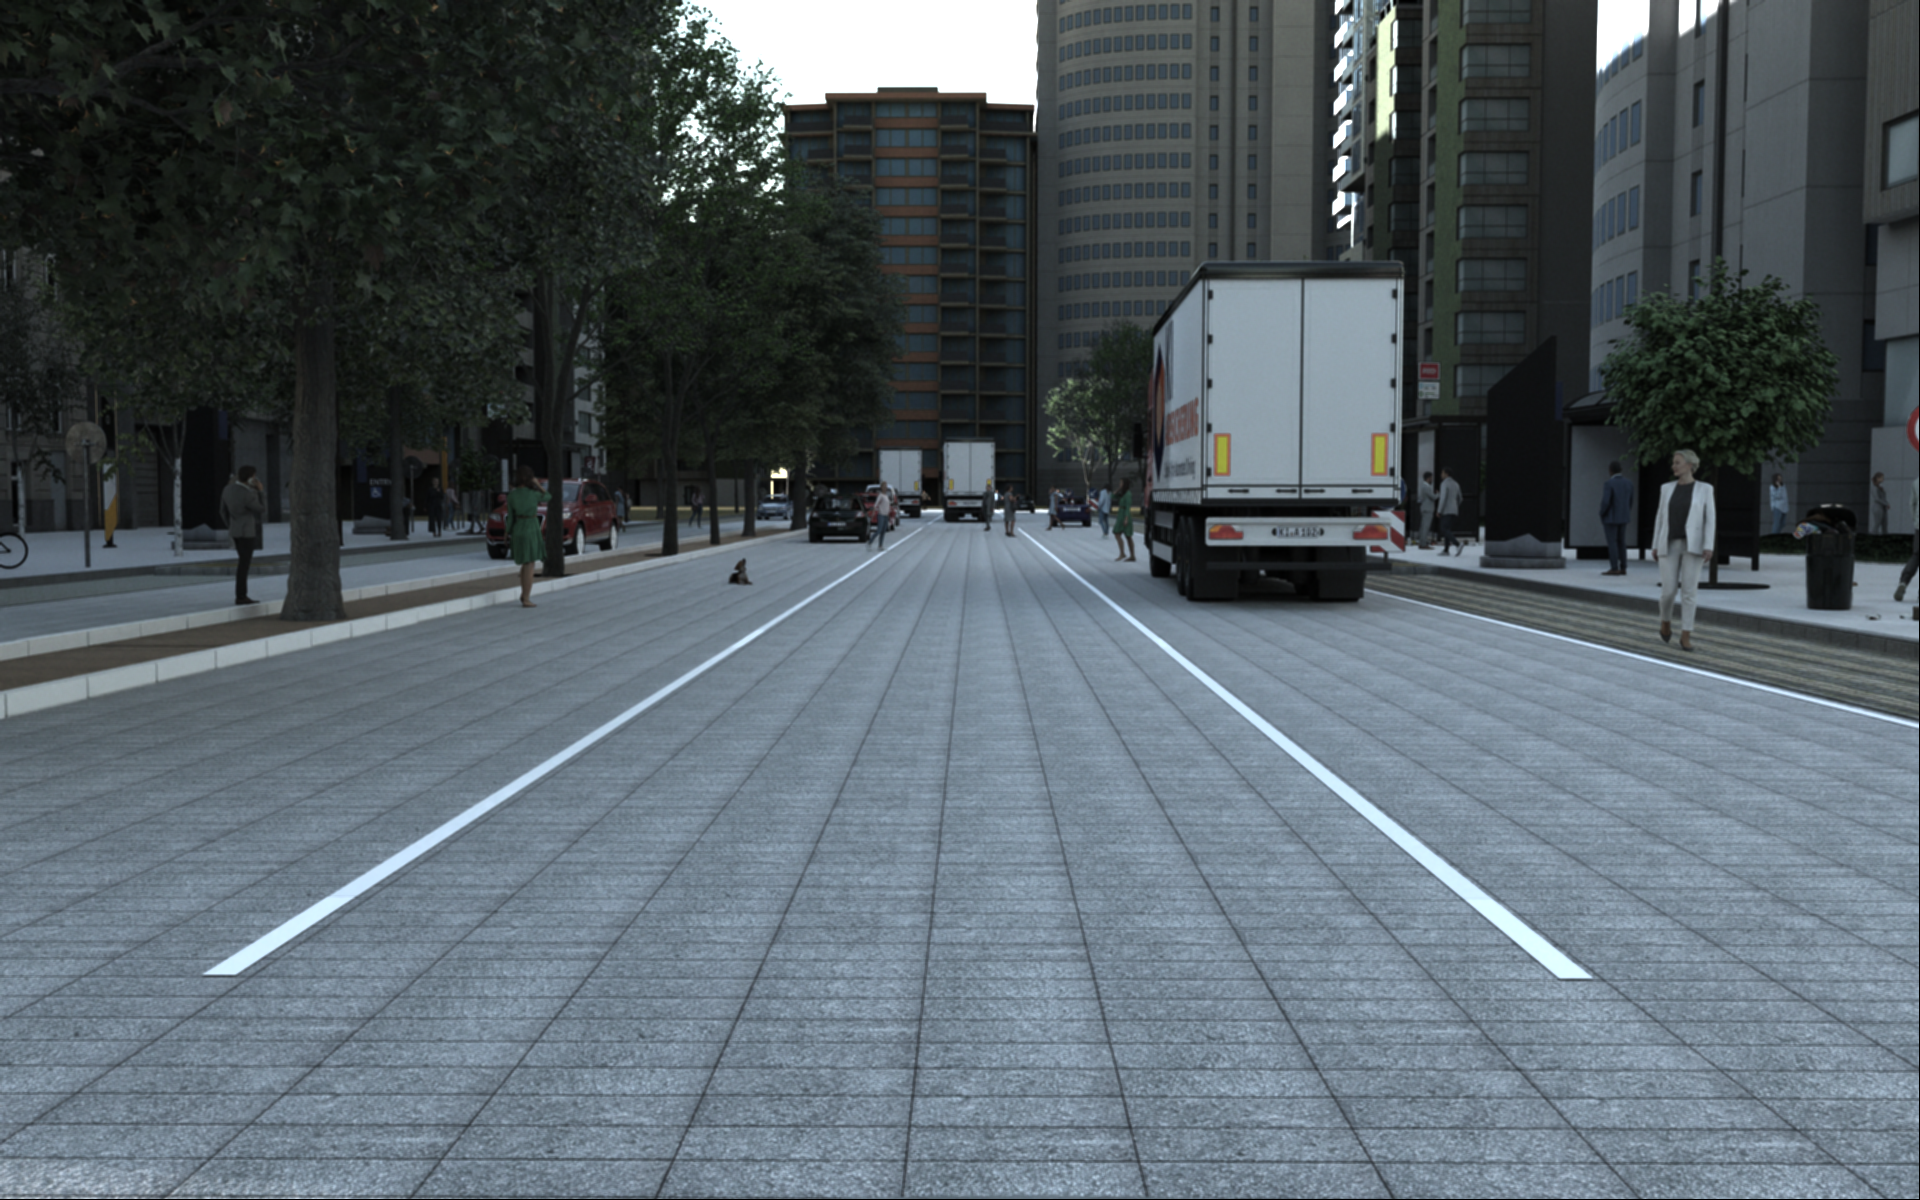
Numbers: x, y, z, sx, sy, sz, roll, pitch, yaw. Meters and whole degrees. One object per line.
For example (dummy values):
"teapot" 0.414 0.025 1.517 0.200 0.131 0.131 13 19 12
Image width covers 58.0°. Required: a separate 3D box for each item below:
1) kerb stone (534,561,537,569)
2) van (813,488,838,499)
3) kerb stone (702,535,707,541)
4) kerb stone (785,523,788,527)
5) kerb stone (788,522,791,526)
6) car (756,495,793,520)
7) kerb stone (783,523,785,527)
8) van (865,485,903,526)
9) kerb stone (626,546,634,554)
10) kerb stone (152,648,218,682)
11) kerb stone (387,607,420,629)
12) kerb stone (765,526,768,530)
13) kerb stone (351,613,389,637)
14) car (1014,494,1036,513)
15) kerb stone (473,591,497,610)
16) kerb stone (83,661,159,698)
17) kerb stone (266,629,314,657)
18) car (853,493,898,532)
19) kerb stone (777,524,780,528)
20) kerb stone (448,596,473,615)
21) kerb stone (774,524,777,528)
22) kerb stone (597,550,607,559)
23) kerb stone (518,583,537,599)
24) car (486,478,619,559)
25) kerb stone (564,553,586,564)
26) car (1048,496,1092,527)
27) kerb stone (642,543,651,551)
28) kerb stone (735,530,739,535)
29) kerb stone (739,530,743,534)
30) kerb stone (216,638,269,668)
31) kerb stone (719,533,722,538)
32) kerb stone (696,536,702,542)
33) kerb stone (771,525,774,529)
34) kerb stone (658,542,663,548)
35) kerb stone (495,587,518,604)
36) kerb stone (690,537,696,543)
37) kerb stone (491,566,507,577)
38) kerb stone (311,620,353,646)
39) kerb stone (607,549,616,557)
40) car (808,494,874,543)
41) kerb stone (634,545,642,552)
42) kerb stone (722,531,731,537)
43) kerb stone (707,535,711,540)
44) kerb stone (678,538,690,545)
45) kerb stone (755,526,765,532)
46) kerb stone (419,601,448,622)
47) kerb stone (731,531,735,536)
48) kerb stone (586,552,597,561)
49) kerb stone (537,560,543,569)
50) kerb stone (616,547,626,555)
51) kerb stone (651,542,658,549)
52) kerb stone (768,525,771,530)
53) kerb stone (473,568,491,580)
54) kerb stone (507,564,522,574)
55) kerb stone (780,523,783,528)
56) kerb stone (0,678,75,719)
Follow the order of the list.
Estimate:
"kerb stone" -8.095 -0.609 32.154 0.120 0.150 1.000 0 4 1
"van" -9.846 -7.413 128.212 2.013 2.044 4.112 0 4 2
"kerb stone" -7.901 -1.863 52.684 0.120 0.150 1.000 0 4 1
"kerb stone" -7.698 -3.243 75.270 0.120 0.150 1.000 0 4 1
"kerb stone" -7.688 -3.309 76.299 0.120 0.150 1.000 0 4 1
"car" -10.292 -5.212 97.216 2.014 1.417 4.499 0 4 2
"kerb stone" -7.705 -3.177 74.246 0.120 0.150 1.000 0 4 1
"van" -3.604 -4.416 79.209 2.013 2.044 4.112 0 4 -1
"kerb stone" -8.005 -1.175 41.399 0.120 0.150 1.000 0 4 1
"kerb stone" -6.160 0.521 13.672 0.120 0.150 1.000 0 4 1
"kerb stone" -6.108 0.208 18.794 0.120 0.150 1.000 0 4 1
"kerb stone" -7.771 -2.796 68.076 0.120 0.150 1.000 0 4 1
"kerb stone" -6.121 0.271 17.771 0.120 0.150 1.000 0 4 1
"car" 4.744 -7.402 130.803 2.009 1.686 4.222 0 3 0
"kerb stone" -6.087 0.024 21.882 0.120 0.150 1.000 0 4 1
"kerb stone" -6.169 0.584 12.649 0.120 0.150 1.000 0 4 1
"kerb stone" -6.141 0.396 15.717 0.120 0.150 1.000 0 4 1
"car" -3.508 -3.555 67.171 2.155 1.783 4.494 0 4 2
"kerb stone" -7.726 -3.057 72.185 0.120 0.150 1.000 0 4 1
"kerb stone" -6.100 0.083 20.857 0.120 0.150 1.000 0 4 1
"kerb stone" -7.736 -2.994 71.153 0.120 0.150 1.000 0 4 1
"kerb stone" -8.040 -0.986 38.324 0.120 0.150 1.000 0 4 1
"kerb stone" -6.065 -0.106 23.929 0.120 0.150 1.000 0 4 1
"car" -9.327 -1.913 39.953 2.281 1.827 5.304 0 4 2
"kerb stone" -8.060 -0.860 36.264 0.120 0.150 1.000 0 4 1
"car" 4.887 -3.928 76.808 1.945 1.354 3.894 0 4 1
"kerb stone" -7.983 -1.299 43.454 0.120 0.150 1.000 0 4 1
"kerb stone" -7.844 -2.303 59.872 0.120 0.150 1.000 0 4 1
"kerb stone" -7.835 -2.367 60.895 0.120 0.150 1.000 0 4 1
"kerb stone" -6.149 0.459 14.694 0.120 0.150 1.000 0 4 1
"kerb stone" -7.871 -2.054 55.772 0.120 0.150 1.000 0 4 1
"kerb stone" -7.913 -1.802 51.662 0.120 0.150 1.000 0 4 1
"kerb stone" -7.744 -2.929 70.129 0.120 0.150 1.000 0 4 1
"kerb stone" -7.973 -1.425 45.502 0.120 0.150 1.000 0 4 1
"kerb stone" -6.077 -0.043 22.907 0.120 0.150 1.000 0 4 1
"kerb stone" -7.931 -1.739 50.632 0.120 0.150 1.000 0 4 1
"kerb stone" -8.102 -0.482 30.083 0.120 0.150 1.000 0 4 1
"kerb stone" -6.133 0.333 16.744 0.120 0.150 1.000 0 4 1
"kerb stone" -8.028 -1.045 39.354 0.120 0.150 1.000 0 4 1
"car" -3.604 -2.599 52.276 2.009 1.686 4.222 0 4 -1
"kerb stone" -8.002 -1.235 42.427 0.120 0.150 1.000 0 4 1
"kerb stone" -7.857 -2.179 57.828 0.120 0.150 1.000 0 4 1
"kerb stone" -7.894 -1.928 53.723 0.120 0.150 1.000 0 4 1
"kerb stone" -7.937 -1.676 49.604 0.120 0.150 1.000 0 4 1
"kerb stone" -7.767 -2.744 67.053 0.120 0.150 1.000 0 4 1
"kerb stone" -6.106 0.145 19.825 0.120 0.150 1.000 0 4 1
"kerb stone" -7.847 -2.242 58.850 0.120 0.150 1.000 0 4 1
"kerb stone" -8.044 -0.924 37.297 0.120 0.150 1.000 0 4 1
"kerb stone" -8.076 -0.672 33.185 0.120 0.150 1.000 0 4 1
"kerb stone" -8.018 -1.112 40.376 0.120 0.150 1.000 0 4 1
"kerb stone" -7.981 -1.363 44.480 0.120 0.150 1.000 0 4 1
"kerb stone" -7.752 -2.869 69.103 0.120 0.150 1.000 0 4 1
"kerb stone" -8.120 -0.420 29.061 0.120 0.150 1.000 0 4 1
"kerb stone" -8.101 -0.539 31.121 0.120 0.150 1.000 0 4 1
"kerb stone" -7.711 -3.116 73.209 0.120 0.150 1.000 0 4 1
"kerb stone" -6.177 0.646 11.625 0.120 0.150 1.000 0 4 1
